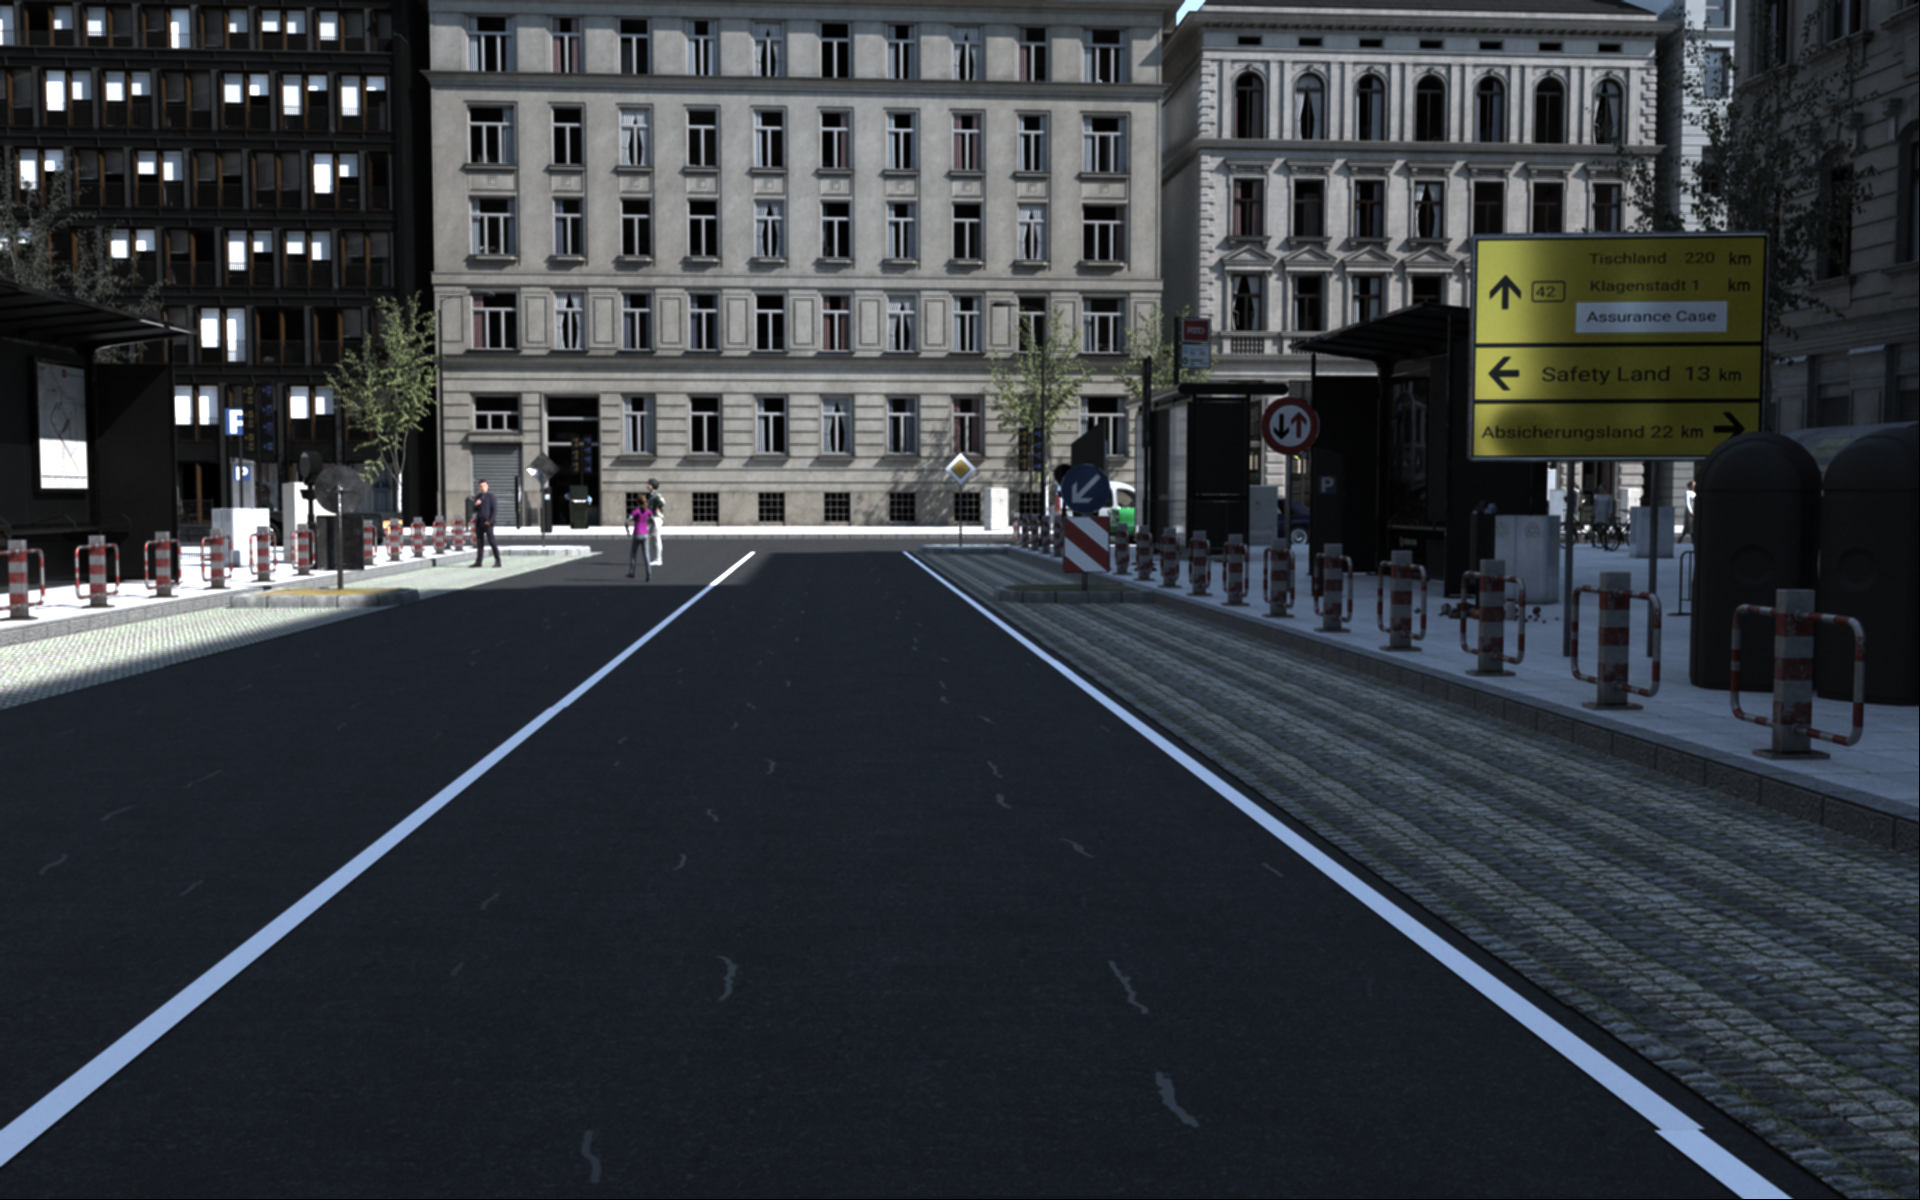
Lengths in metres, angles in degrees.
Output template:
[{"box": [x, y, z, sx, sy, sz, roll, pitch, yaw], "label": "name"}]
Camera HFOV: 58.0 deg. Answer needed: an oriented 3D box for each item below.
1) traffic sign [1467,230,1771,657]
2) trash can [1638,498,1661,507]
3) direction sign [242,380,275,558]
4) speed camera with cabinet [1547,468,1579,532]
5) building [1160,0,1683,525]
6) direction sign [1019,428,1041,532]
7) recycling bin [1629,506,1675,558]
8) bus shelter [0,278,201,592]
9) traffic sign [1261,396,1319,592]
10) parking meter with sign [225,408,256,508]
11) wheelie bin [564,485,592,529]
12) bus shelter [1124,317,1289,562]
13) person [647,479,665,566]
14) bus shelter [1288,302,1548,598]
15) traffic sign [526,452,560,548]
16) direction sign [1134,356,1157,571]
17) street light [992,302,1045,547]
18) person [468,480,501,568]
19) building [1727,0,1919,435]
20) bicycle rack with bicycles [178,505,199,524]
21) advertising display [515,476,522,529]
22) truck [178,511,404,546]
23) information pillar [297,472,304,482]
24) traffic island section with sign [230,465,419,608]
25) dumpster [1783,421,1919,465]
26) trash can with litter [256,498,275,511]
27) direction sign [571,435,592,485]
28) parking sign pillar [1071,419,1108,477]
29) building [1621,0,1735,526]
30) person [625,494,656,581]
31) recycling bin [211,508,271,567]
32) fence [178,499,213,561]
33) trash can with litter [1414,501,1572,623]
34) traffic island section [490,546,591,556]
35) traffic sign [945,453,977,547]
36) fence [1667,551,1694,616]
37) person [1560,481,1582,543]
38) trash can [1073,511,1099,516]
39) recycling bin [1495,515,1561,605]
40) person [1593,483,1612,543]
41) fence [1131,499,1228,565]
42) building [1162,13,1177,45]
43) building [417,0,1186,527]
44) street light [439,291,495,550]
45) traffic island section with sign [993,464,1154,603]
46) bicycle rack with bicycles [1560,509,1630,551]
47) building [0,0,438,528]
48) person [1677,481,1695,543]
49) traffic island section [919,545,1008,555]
[{"box": [5.123, -1.205, 13.568, 2.265, 3.308, 0.079, 0, 4, 5], "label": "traffic sign"}, {"box": [24.382, -3.034, 61.266, 0.748, 1.137, 0.748, 0, 3, 0], "label": "trash can"}, {"box": [-14.026, -2.611, 34.688, 0.876, 3.537, 0.379, 2, 4, 28], "label": "direction sign"}, {"box": [20.586, -4.008, 59.874, 0.660, 3.252, 2.038, -1, 4, -15], "label": "speed camera with cabinet"}, {"box": [18.420, -15.006, 74.225, 19.941, 23.489, 11.050, 0, 4, -4], "label": "building"}, {"box": [2.425, -4.119, 59.345, 0.876, 3.537, 0.379, 1, 4, 21], "label": "direction sign"}, {"box": [13.992, -1.375, 35.033, 0.722, 1.027, 0.722, 1, 4, 9], "label": "recycling bin"}, {"box": [-11.527, -1.869, 21.838, 1.731, 3.624, 6.357, 0, 4, -4], "label": "bus shelter"}, {"box": [4.300, -1.380, 22.671, 0.768, 2.556, 0.104, 0, 4, -1], "label": "traffic sign"}, {"box": [-14.929, -2.439, 36.144, 0.543, 3.016, 1.738, -1, 4, -18], "label": "parking meter with sign"}, {"box": [-14.010, -3.401, 63.512, 0.980, 1.594, 0.693, -1, 4, -17], "label": "wheelie bin"}, {"box": [4.851, -3.632, 37.014, 2.179, 5.291, 8.768, 0, 4, -4], "label": "bus shelter"}, {"box": [-6.116, -1.566, 34.835, 0.376, 1.734, 0.841, -1, 4, -9], "label": "person"}, {"box": [6.264, -2.024, 24.376, 1.731, 3.624, 6.357, 0, 4, -5], "label": "bus shelter"}, {"box": [-9.953, -2.307, 41.360, 0.795, 2.450, 0.064, 0, 4, -4], "label": "traffic sign"}, {"box": [3.105, -2.256, 28.876, 0.379, 3.537, 0.876, 0, 4, -1], "label": "direction sign"}, {"box": [1.474, -4.247, 41.981, 1.470, 5.913, 1.316, 0, 4, -4], "label": "street light"}, {"box": [-9.225, -1.479, 33.604, 0.541, 1.710, 0.530, 2, 4, 35], "label": "person"}, {"box": [19.390, -10.644, 23.175, 9.793, 20.994, 18.267, 0, 4, -4], "label": "building"}, {"box": [-26.719, -2.741, 58.199, 2.852, 0.926, 2.925, 1, 4, 11], "label": "bicycle rack with bicycles"}, {"box": [-16.092, -3.541, 63.101, 0.123, 1.923, 0.974, -1, 4, -8], "label": "advertising display"}, {"box": [-24.172, -3.339, 44.348, 18.799, 4.110, 2.967, 0, 4, -6], "label": "truck"}, {"box": [-21.929, -3.269, 57.933, 0.304, 2.012, 0.304, 2, 4, 24], "label": "information pillar"}, {"box": [-8.195, -0.855, 22.601, 1.989, 1.847, 2.006, 0, 4, -4], "label": "traffic island section with sign"}, {"box": [7.544, -0.527, 14.370, 1.264, 1.857, 1.865, 0, 4, -4], "label": "dumpster"}, {"box": [-22.733, -2.804, 57.237, 1.055, 1.170, 0.624, 1, 4, 9], "label": "trash can with litter"}, {"box": [-14.489, -4.549, 66.370, 0.876, 3.537, 0.379, 1, 4, 21], "label": "direction sign"}, {"box": [4.690, -4.536, 62.636, 1.447, 3.967, 1.447, 2, 4, 27], "label": "parking sign pillar"}, {"box": [43.216, -18.256, 75.982, 29.804, 29.767, 11.434, 0, 4, -4], "label": "building"}, {"box": [-5.313, -1.021, 28.430, 0.726, 1.435, 0.776, -3, 5, -39], "label": "person"}, {"box": [-12.772, -1.114, 30.771, 0.722, 1.027, 0.722, 3, 4, 36], "label": "recycling bin"}, {"box": [-14.507, -1.293, 32.352, 0.480, 1.192, 2.264, 0, 4, 6], "label": "fence"}, {"box": [5.710, -0.451, 18.425, 1.678, 1.210, 2.233, 1, 4, 23], "label": "trash can with litter"}, {"box": [-9.976, -1.171, 41.420, 2.009, 0.180, 2.903, 0, 4, -4], "label": "traffic island section"}, {"box": [0.013, -2.353, 42.106, 0.795, 2.450, 0.064, 0, 4, -4], "label": "traffic sign"}, {"box": [8.083, -0.127, 17.450, 0.278, 0.683, 2.069, -2, 4, -28], "label": "fence"}, {"box": [17.951, -2.584, 50.716, 0.822, 1.834, 0.622, -1, 4, -16], "label": "person"}, {"box": [2.899, -1.732, 39.964, 0.748, 1.137, 0.748, 0, 3, 0], "label": "trash can"}, {"box": [6.662, -0.487, 20.509, 0.722, 1.027, 0.722, 2, 4, 30], "label": "recycling bin"}, {"box": [17.283, -2.288, 46.660, 0.466, 1.731, 0.760, 0, 4, -2], "label": "person"}, {"box": [4.154, -1.265, 31.878, 2.264, 1.192, 0.480, -3, 4, -36], "label": "fence"}, {"box": [11.399, -30.834, 154.251, 14.600, 45.320, 14.200, 0, 4, -4], "label": "building"}, {"box": [-6.721, -14.790, 75.100, 30.059, 22.955, 16.112, 0, 4, -4], "label": "building"}, {"box": [-11.345, -4.111, 39.763, 1.470, 5.913, 1.316, 0, 4, -4], "label": "street light"}, {"box": [1.485, -0.909, 23.491, 1.989, 1.847, 2.006, 0, 4, -4], "label": "traffic island section with sign"}, {"box": [15.093, -1.644, 40.265, 2.925, 0.926, 2.852, -2, 4, -30], "label": "bicycle rack with bicycles"}, {"box": [-29.441, -14.768, 71.130, 15.834, 23.373, 12.332, 0, 4, -4], "label": "building"}, {"box": [20.202, -2.403, 48.020, 0.478, 1.798, 0.641, -2, 4, -26], "label": "person"}, {"box": [0.036, -1.217, 42.185, 2.009, 0.180, 2.903, 0, 4, -4], "label": "traffic island section"}]
